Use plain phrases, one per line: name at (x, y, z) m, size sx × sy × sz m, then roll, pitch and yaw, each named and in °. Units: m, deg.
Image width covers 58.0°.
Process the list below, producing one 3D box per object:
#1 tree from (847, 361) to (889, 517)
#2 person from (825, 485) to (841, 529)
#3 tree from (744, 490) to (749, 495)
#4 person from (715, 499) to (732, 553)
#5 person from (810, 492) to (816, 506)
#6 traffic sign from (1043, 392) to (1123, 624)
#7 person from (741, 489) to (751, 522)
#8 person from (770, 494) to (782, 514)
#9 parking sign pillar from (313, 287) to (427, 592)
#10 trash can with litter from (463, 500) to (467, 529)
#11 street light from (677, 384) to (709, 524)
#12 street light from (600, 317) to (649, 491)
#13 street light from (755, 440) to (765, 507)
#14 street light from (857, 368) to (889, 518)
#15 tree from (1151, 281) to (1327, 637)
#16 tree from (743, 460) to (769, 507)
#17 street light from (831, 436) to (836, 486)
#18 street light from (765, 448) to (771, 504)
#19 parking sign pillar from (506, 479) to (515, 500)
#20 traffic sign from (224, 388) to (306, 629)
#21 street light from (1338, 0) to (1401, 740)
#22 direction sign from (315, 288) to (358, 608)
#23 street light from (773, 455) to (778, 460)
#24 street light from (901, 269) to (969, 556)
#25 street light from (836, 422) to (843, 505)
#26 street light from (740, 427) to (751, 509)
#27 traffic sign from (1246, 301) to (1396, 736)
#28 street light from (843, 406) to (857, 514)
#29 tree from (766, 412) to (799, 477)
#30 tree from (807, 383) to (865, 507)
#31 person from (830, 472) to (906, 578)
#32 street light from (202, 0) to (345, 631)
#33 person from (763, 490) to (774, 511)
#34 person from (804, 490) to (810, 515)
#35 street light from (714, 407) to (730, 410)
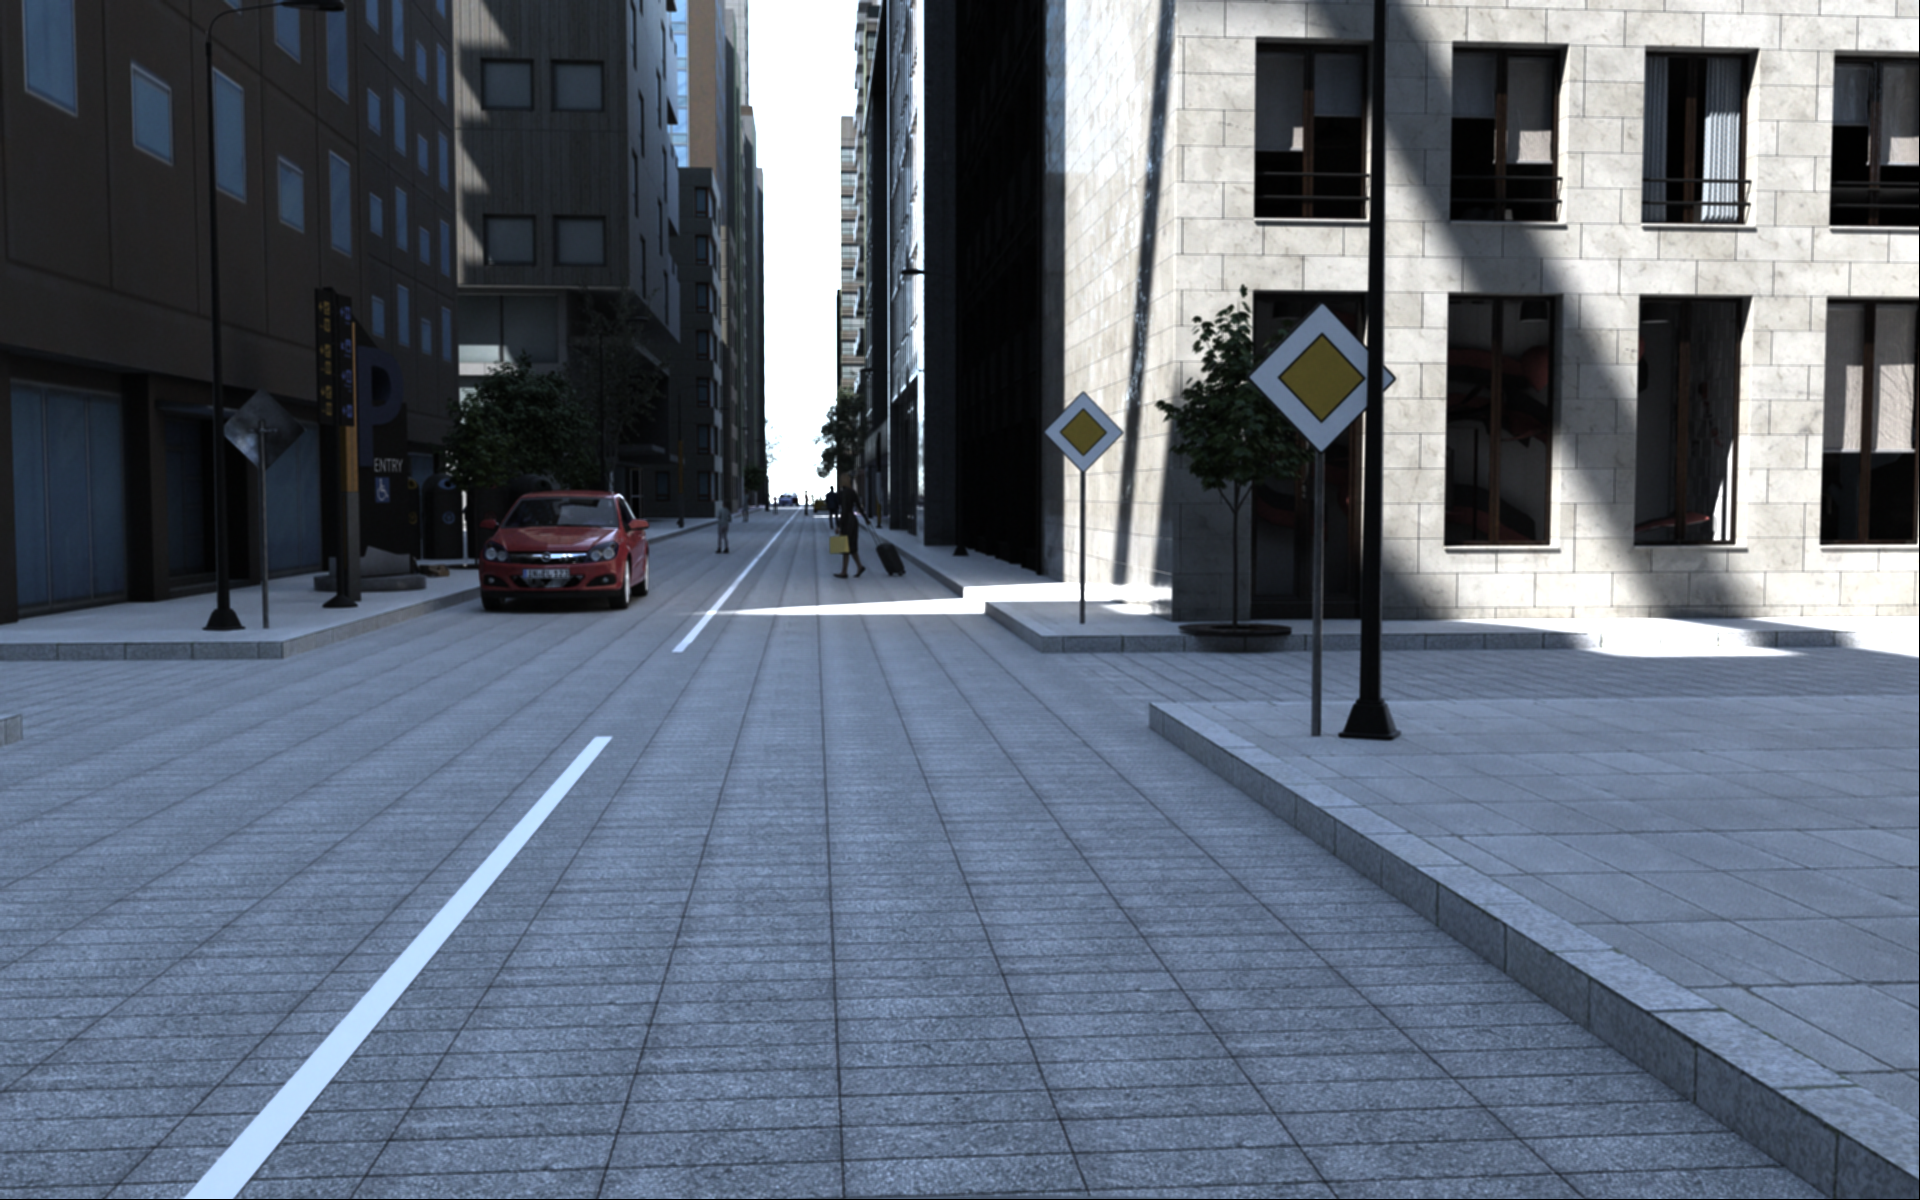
tree at (-4.284, -8.871, 95.399) m, size 4.360 × 8.622 × 3.978 m, roll 0°, pitch 3°, yaw 0°
person at (-5.261, -3.867, 71.911) m, size 0.721 × 1.800 × 0.419 m, roll 1°, pitch 4°, yaw 18°
tree at (-21.872, -10.984, 174.182) m, size 1.663 × 3.219 × 1.824 m, roll 0°, pitch 3°, yaw 0°
person at (-5.754, -1.787, 41.996) m, size 0.394 × 1.301 × 0.425 m, roll 2°, pitch 4°, yaw 35°
person at (-17.126, -11.775, 201.837) m, size 0.721 × 1.723 × 1.217 m, roll -3°, pitch 4°, yaw -37°
traffic sign at (1.208, -0.822, 17.084) m, size 0.795 × 2.450 × 0.064 m, roll 0°, pitch 4°, yaw -5°
person at (-11.018, -4.868, 89.102) m, size 0.522 × 1.701 × 0.512 m, roll -1°, pitch 4°, yaw -10°
person at (-13.137, -6.834, 123.458) m, size 0.991 × 1.433 × 0.599 m, roll -2°, pitch 4°, yaw -34°
parking sign pillar at (-7.948, -2.127, 23.249) m, size 1.447 × 3.967 × 1.447 m, roll 1°, pitch 4°, yaw 14°
trash can with litter at (-12.146, -2.013, 44.304) m, size 1.055 × 1.170 × 0.624 m, roll -2°, pitch 4°, yaw -28°
street light at (-11.311, -6.163, 73.303) m, size 1.470 × 5.913 × 1.316 m, roll 0°, pitch 4°, yaw -5°
street light at (-8.883, -4.470, 45.624) m, size 1.470 × 5.913 × 1.316 m, roll 0°, pitch 4°, yaw -5°
street light at (-17.650, -10.747, 148.249) m, size 1.470 × 5.913 × 1.316 m, roll 0°, pitch 4°, yaw -5°
street light at (-2.974, -5.600, 64.104) m, size 1.470 × 5.913 × 1.316 m, roll 0°, pitch 4°, yaw -5°
tree at (2.533, -1.296, 15.795) m, size 1.663 × 3.219 × 1.824 m, roll 0°, pitch 3°, yaw 0°
tree at (-20.017, -11.176, 166.448) m, size 4.285 × 4.588 × 4.351 m, roll 0°, pitch 3°, yaw 0°
street light at (-9.478, -10.221, 139.647) m, size 1.470 × 5.913 × 1.316 m, roll 0°, pitch 4°, yaw -5°
street light at (-20.054, -12.431, 175.784) m, size 1.470 × 5.913 × 1.316 m, roll 0°, pitch 4°, yaw -5°
parking sign pillar at (-15.498, -4.227, 57.584) m, size 1.447 × 3.967 × 1.447 m, roll 0°, pitch 4°, yaw 6°
traffic sign at (-6.610, -0.783, 16.440) m, size 0.795 × 2.450 × 0.064 m, roll 0°, pitch 4°, yaw -5°
street light at (1.635, -2.228, 8.972) m, size 1.470 × 5.913 × 1.316 m, roll 0°, pitch 4°, yaw -5°
direction sign at (-7.045, -1.687, 19.581) m, size 0.379 × 3.537 × 0.876 m, roll 0°, pitch 4°, yaw 4°
street light at (-22.483, -14.124, 203.473) m, size 1.470 × 5.913 × 1.316 m, roll 0°, pitch 4°, yaw -5°
street light at (-0.523, -3.874, 35.886) m, size 1.470 × 5.913 × 1.316 m, roll 0°, pitch 4°, yaw -5°
street light at (-7.083, -8.507, 111.631) m, size 1.470 × 5.913 × 1.316 m, roll 0°, pitch 4°, yaw -5°
street light at (-15.376, -9.056, 120.607) m, size 1.470 × 5.913 × 1.316 m, roll 0°, pitch 4°, yaw -5°
traffic sign at (1.887, -0.335, 9.128) m, size 0.795 × 2.450 × 0.064 m, roll 0°, pitch 4°, yaw -5°
street light at (-5.306, -7.290, 91.740) m, size 1.470 × 5.913 × 1.316 m, roll 0°, pitch 4°, yaw -5°
tree at (-28.055, -20.719, 249.117) m, size 12.009 × 13.543 × 11.850 m, roll 0°, pitch 3°, yaw 0°
tree at (-11.100, -15.967, 178.062) m, size 9.611 × 12.733 × 9.660 m, roll 0°, pitch 3°, yaw 0°
person at (-1.614, -1.295, 29.892) m, size 1.509 × 1.804 × 0.699 m, roll -2°, pitch 4°, yaw -32°
street light at (-6.436, -2.675, 16.273) m, size 1.470 × 5.913 × 1.316 m, roll 0°, pitch 4°, yaw -5°
person at (-16.157, -8.369, 145.420) m, size 1.350 × 1.814 × 0.705 m, roll 3°, pitch 5°, yaw 42°
person at (-10.242, -6.554, 116.360) m, size 0.721 × 1.736 × 1.217 m, roll 0°, pitch 4°, yaw 7°
street light at (-13.015, -7.355, 92.796) m, size 1.470 × 5.913 × 1.316 m, roll 0°, pitch 4°, yaw -5°
